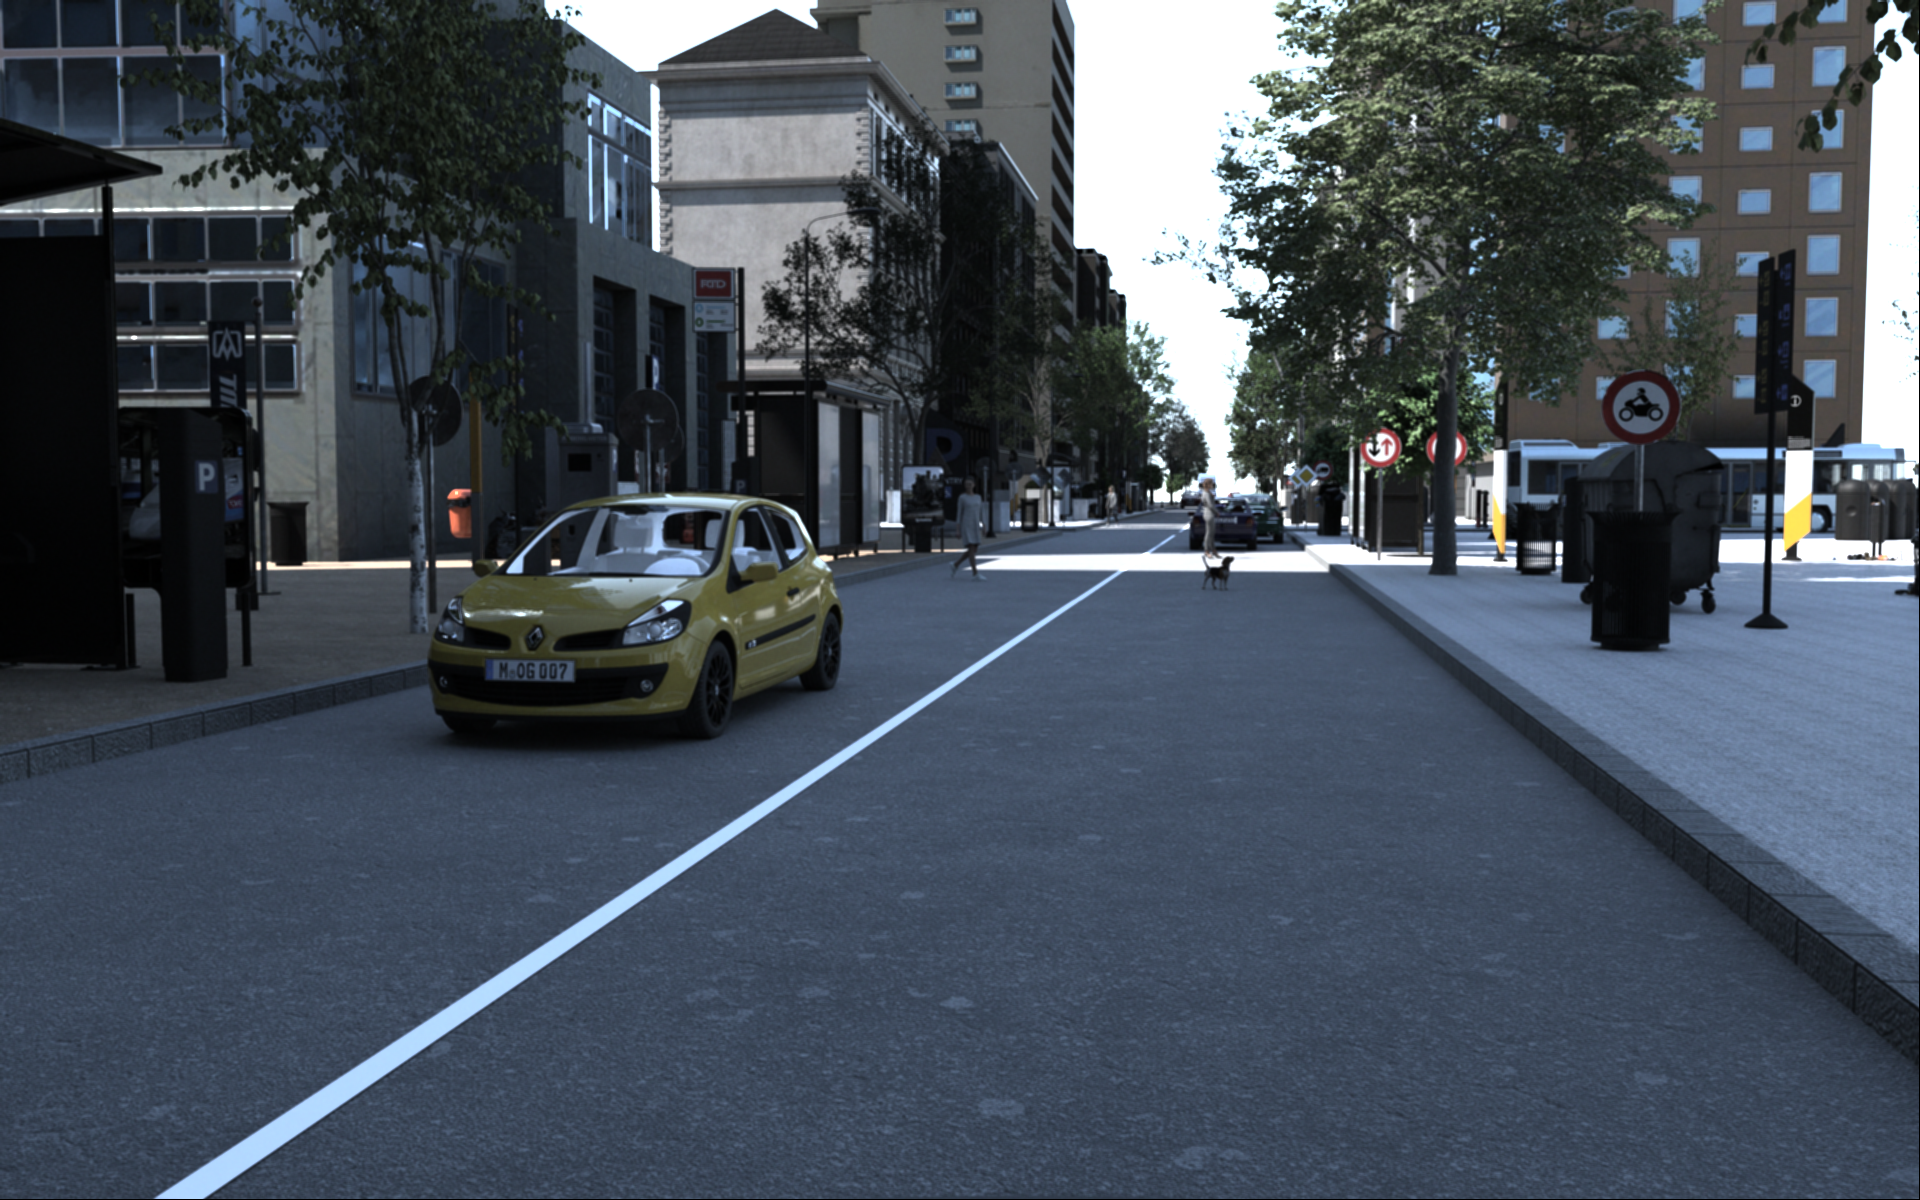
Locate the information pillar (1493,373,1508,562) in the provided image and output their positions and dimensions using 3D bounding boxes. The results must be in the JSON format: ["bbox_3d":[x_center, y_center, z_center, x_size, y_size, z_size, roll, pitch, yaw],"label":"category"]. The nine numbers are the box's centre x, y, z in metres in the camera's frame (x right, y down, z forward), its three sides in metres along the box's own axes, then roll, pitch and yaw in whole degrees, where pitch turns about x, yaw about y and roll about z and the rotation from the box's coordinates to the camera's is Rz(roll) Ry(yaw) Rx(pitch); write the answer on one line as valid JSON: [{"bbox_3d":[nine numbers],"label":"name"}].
[{"bbox_3d":[10.225,-2.532,32.753,0.183,3.616,0.504,0,4,-2],"label":"information pillar"}]

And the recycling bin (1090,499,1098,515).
[{"bbox_3d":[7.110,-5.017,94.586,0.722,1.027,0.722,-2,4,-30],"label":"recycling bin"}]

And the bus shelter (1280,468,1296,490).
[{"bbox_3d":[25.788,-8.631,135.041,2.014,3.302,5.546,1,4,9],"label":"bus shelter"}]

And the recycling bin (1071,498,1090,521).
[{"bbox_3d":[5.682,-4.241,81.889,0.722,1.027,0.722,0,4,4],"label":"recycling bin"}]

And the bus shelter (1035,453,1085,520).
[{"bbox_3d":[5.101,-5.757,88.049,2.014,3.302,5.546,1,4,9],"label":"bus shelter"}]

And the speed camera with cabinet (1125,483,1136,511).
[{"bbox_3d":[13.349,-8.636,135.535,0.660,3.252,2.038,1,4,13],"label":"speed camera with cabinet"}]

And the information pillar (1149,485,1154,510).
[{"bbox_3d":[15.064,-8.047,136.057,0.304,2.012,0.304,1,4,21],"label":"information pillar"}]

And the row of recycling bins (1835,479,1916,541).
[{"bbox_3d":[25.683,-2.527,48.428,3.534,1.692,1.069,-3,4,-36],"label":"row of recycling bins"}]

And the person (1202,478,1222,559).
[{"bbox_3d":[5.633,-1.816,38.469,0.573,1.790,0.520,-1,4,-13],"label":"person"}]

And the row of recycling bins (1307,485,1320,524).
[{"bbox_3d":[15.988,-4.267,76.884,1.069,1.692,3.534,1,4,16],"label":"row of recycling bins"}]

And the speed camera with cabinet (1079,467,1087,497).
[{"bbox_3d":[9.631,-7.991,124.993,2.038,3.252,0.660,1,4,21],"label":"speed camera with cabinet"}]

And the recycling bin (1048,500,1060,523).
[{"bbox_3d":[4.016,-3.893,76.197,0.722,1.027,0.722,0,4,0],"label":"recycling bin"}]

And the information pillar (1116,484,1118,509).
[{"bbox_3d":[9.964,-6.493,110.656,0.304,2.012,0.304,0,4,4],"label":"information pillar"}]

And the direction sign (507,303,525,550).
[{"bbox_3d":[-5.383,-1.777,21.053,0.379,3.537,0.876,0,4,-4],"label":"direction sign"}]

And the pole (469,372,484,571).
[{"bbox_3d":[-8.098,-2.150,29.002,0.158,3.312,0.155,0,3,0],"label":"pole"}]

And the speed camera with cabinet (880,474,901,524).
[{"bbox_3d":[-3.101,-4.923,74.825,2.038,3.252,0.660,-2,4,-26],"label":"speed camera with cabinet"}]

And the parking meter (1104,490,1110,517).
[{"bbox_3d":[8.075,-5.334,95.621,0.372,1.533,0.369,0,3,0],"label":"parking meter"}]

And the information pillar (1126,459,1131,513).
[{"bbox_3d":[11.116,-7.512,114.170,0.183,3.616,0.504,3,5,44],"label":"information pillar"}]

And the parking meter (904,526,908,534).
[{"bbox_3d":[-1.624,-3.087,56.183,0.399,1.863,0.255,1,4,18],"label":"parking meter"}]

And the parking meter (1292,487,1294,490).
[{"bbox_3d":[22.822,-6.860,117.876,0.399,1.863,0.255,-1,4,-15],"label":"parking meter"}]

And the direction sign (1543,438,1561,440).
[{"bbox_3d":[24.158,-4.819,70.784,0.379,3.537,0.876,-2,4,-29],"label":"direction sign"}]

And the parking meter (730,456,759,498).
[{"bbox_3d":[-3.351,-1.300,26.971,0.399,1.863,0.255,2,4,28],"label":"parking meter"}]

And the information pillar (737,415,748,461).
[{"bbox_3d":[-6.469,-3.659,51.178,0.504,3.616,0.183,2,4,24],"label":"information pillar"}]

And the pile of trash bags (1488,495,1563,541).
[{"bbox_3d":[16.223,-2.343,48.065,1.912,1.369,3.447,-1,4,-15],"label":"pile of trash bags"}]

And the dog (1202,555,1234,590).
[{"bbox_3d":[3.867,-0.411,26.002,0.540,0.507,0.406,1,4,17],"label":"dog"}]

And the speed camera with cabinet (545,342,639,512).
[{"bbox_3d":[-4.949,-1.777,23.396,0.660,3.252,2.038,1,4,9],"label":"speed camera with cabinet"}]

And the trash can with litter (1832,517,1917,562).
[{"bbox_3d":[17.906,-1.388,33.744,1.678,1.210,2.233,1,4,16],"label":"trash can with litter"}]

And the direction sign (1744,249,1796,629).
[{"bbox_3d":[7.748,-1.501,16.538,0.379,3.537,0.876,0,4,6],"label":"direction sign"}]

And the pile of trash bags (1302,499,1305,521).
[{"bbox_3d":[17.399,-4.403,81.742,3.447,1.369,1.912,1,4,13],"label":"pile of trash bags"}]

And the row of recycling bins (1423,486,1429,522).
[{"bbox_3d":[19.057,-4.011,72.689,1.069,1.692,3.534,1,4,11],"label":"row of recycling bins"}]

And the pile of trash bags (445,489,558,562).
[{"bbox_3d":[-8.650,-1.489,34.102,1.912,1.369,3.447,2,4,33],"label":"pile of trash bags"}]

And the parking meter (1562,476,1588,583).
[{"bbox_3d":[8.914,-1.018,25.049,0.372,1.533,0.369,0,3,0],"label":"parking meter"}]

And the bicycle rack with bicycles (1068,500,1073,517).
[{"bbox_3d":[5.709,-5.156,97.680,2.852,0.926,2.925,1,4,22],"label":"bicycle rack with bicycles"}]

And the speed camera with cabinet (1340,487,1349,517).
[{"bbox_3d":[21.514,-6.288,97.149,2.038,3.252,0.660,-2,4,-27],"label":"speed camera with cabinet"}]

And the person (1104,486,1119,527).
[{"bbox_3d":[6.668,-4.079,75.373,0.728,1.800,0.709,-2,4,-35],"label":"person"}]

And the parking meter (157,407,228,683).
[{"bbox_3d":[-5.278,-0.381,11.934,0.255,1.863,0.399,1,4,16],"label":"parking meter"}]

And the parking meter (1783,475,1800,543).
[{"bbox_3d":[21.847,-2.431,45.458,0.255,1.863,0.399,-1,4,-14],"label":"parking meter"}]

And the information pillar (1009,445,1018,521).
[{"bbox_3d":[2.536,-5.537,81.878,0.183,3.616,0.504,-3,4,-38],"label":"information pillar"}]

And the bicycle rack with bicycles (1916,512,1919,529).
[{"bbox_3d":[35.968,-3.030,62.925,2.925,0.926,2.852,0,4,-7],"label":"bicycle rack with bicycles"}]

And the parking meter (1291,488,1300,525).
[{"bbox_3d":[14.085,-3.935,72.748,0.372,1.533,0.369,0,3,0],"label":"parking meter"}]

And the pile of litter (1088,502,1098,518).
[{"bbox_3d":[6.883,-4.770,91.947,1.176,0.858,1.719,-1,4,-14],"label":"pile of litter"}]

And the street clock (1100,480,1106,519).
[{"bbox_3d":[7.238,-5.087,87.736,0.358,2.002,0.471,0,4,2],"label":"street clock"}]

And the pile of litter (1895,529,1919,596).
[{"bbox_3d":[12.436,-0.475,21.735,1.176,0.858,1.719,1,4,22],"label":"pile of litter"}]

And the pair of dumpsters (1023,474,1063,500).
[{"bbox_3d":[3.882,-4.826,81.401,1.574,2.255,4.437,1,4,9],"label":"pair of dumpsters"}]

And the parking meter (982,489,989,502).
[{"bbox_3d":[1.341,-5.070,91.301,0.372,1.533,0.369,0,3,0],"label":"parking meter"}]

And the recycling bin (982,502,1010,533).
[{"bbox_3d":[1.195,-2.720,57.019,0.722,1.027,0.722,2,4,27],"label":"recycling bin"}]

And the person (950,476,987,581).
[{"bbox_3d":[0.124,-1.199,28.861,0.760,1.731,0.466,2,4,30],"label":"person"}]

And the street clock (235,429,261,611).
[{"bbox_3d":[-7.881,-0.888,19.087,0.358,2.002,0.471,-3,5,-41],"label":"street clock"}]

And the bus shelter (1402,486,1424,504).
[{"bbox_3d":[12.621,-3.668,51.258,1.731,3.624,6.357,1,4,9],"label":"bus shelter"}]

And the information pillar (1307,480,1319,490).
[{"bbox_3d":[20.157,-6.541,98.306,0.504,3.616,0.183,3,4,38],"label":"information pillar"}]

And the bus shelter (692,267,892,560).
[{"bbox_3d":[-3.246,-3.404,33.293,2.179,5.291,8.768,1,4,9],"label":"bus shelter"}]

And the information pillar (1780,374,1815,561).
[{"bbox_3d":[16.040,-2.555,33.123,0.183,3.616,0.504,-3,5,-44],"label":"information pillar"}]

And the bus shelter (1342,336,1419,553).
[{"bbox_3d":[10.371,-3.923,41.778,2.179,5.291,8.768,1,4,9],"label":"bus shelter"}]

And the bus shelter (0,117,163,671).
[{"bbox_3d":[-7.051,-1.123,9.640,1.731,3.624,6.357,1,4,9],"label":"bus shelter"}]
